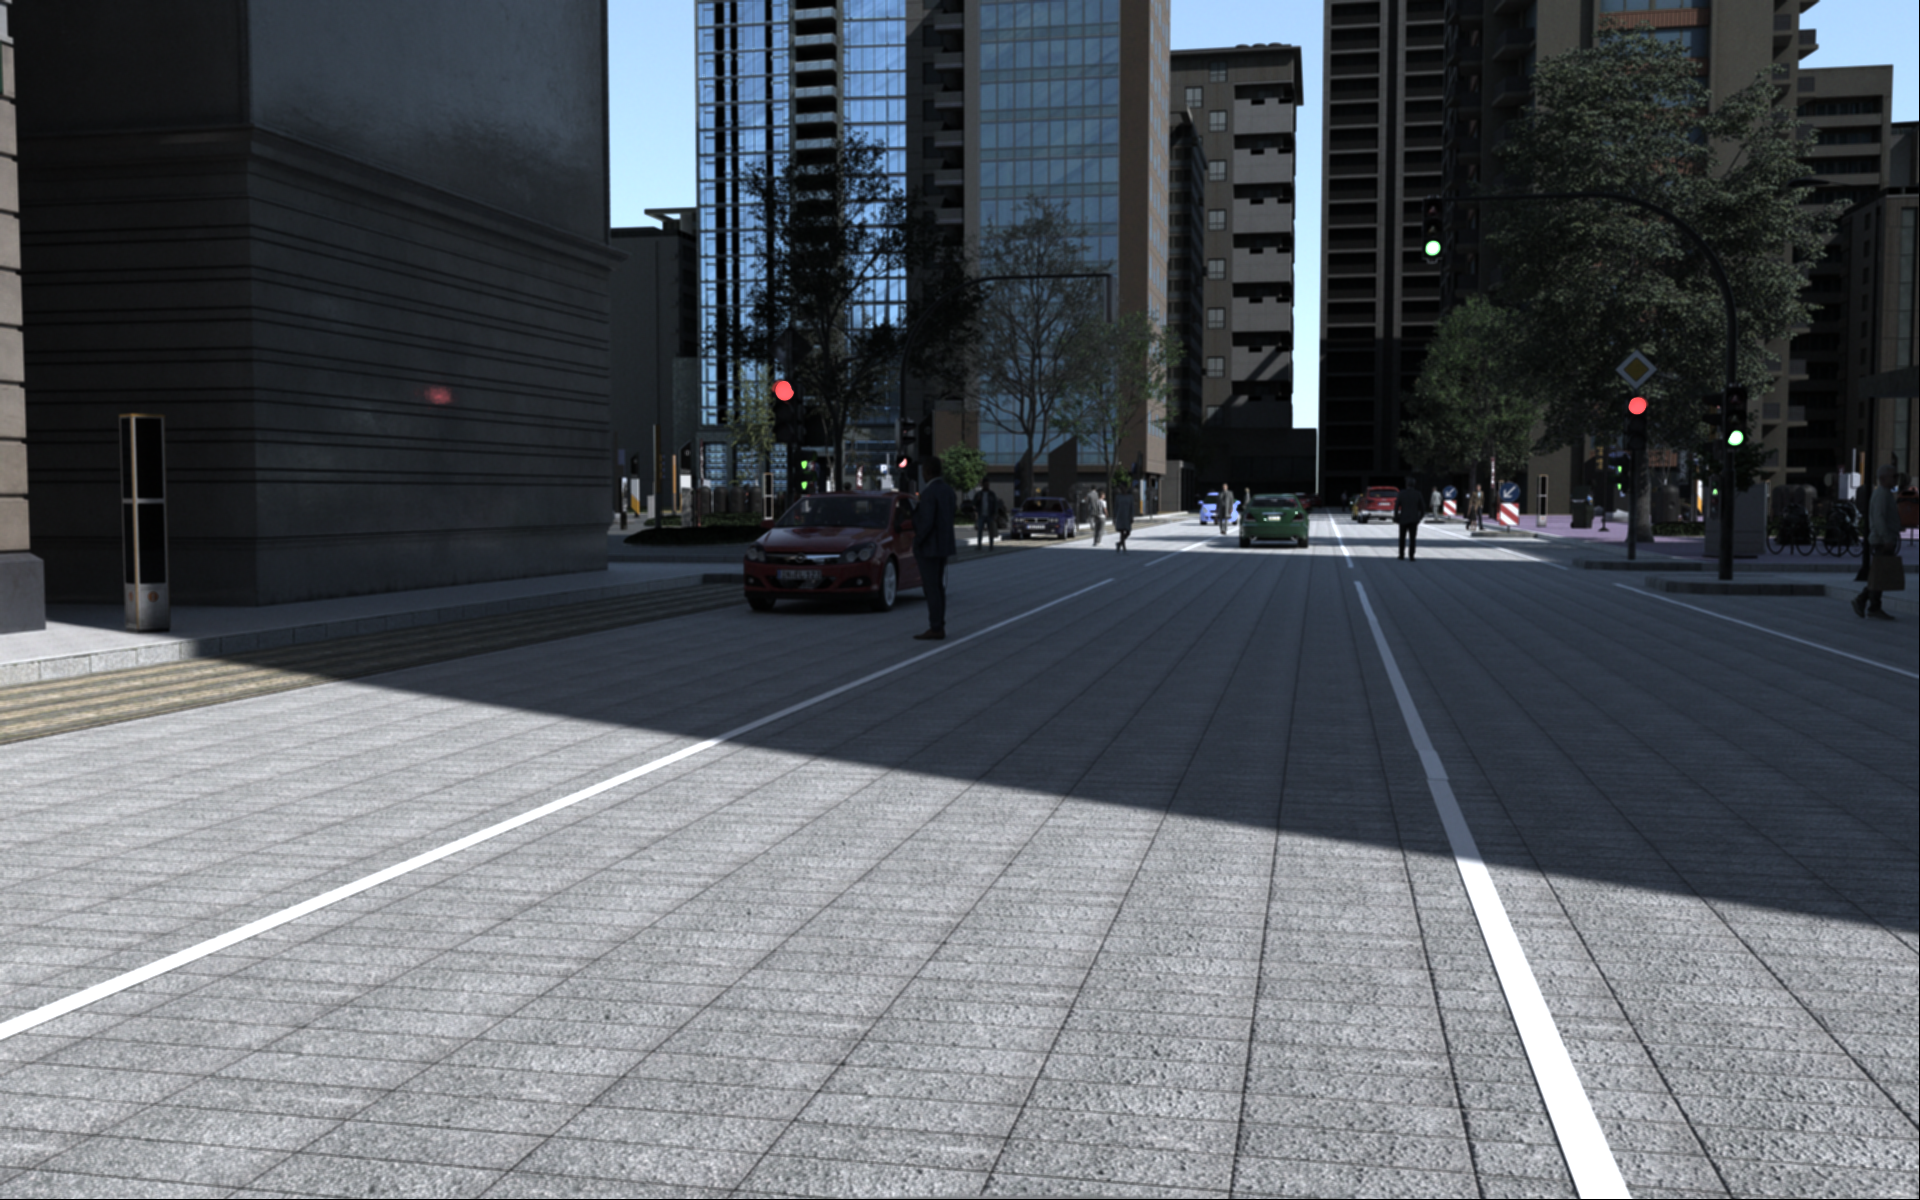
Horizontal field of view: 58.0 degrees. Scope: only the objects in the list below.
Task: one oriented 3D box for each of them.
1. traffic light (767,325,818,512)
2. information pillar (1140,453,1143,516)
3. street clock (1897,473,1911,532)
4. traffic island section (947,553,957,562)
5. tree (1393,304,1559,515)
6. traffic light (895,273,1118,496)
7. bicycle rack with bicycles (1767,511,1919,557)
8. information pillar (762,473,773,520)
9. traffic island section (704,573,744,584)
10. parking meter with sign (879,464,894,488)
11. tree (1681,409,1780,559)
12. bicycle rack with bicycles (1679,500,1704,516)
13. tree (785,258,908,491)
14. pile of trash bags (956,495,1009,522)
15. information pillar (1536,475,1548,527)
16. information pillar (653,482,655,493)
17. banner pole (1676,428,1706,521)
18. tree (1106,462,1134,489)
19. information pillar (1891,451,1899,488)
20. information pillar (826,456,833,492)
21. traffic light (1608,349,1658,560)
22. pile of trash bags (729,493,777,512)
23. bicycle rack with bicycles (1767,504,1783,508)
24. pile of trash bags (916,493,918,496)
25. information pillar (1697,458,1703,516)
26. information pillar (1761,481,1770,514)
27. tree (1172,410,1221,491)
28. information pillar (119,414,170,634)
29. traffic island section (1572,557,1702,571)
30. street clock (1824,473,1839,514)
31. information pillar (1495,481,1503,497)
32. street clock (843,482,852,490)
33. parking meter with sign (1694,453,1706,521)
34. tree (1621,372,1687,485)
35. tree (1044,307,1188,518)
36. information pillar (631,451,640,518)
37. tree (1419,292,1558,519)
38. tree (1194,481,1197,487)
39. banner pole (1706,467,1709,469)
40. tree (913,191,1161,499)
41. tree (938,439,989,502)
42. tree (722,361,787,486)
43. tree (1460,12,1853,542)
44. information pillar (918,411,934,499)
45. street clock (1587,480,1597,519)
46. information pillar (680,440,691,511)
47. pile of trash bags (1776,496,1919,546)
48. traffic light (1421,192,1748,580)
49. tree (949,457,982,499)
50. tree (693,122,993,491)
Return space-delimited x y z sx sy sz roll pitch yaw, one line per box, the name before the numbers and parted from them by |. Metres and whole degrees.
traffic light | -2.815 -2.439 28.794 0.839 4.253 0.868 1 4 12
information pillar | 10.415 -6.621 99.609 0.183 3.616 0.504 0 4 -3
street clock | 31.953 -3.312 58.718 0.358 2.002 0.471 -1 4 -17
traffic island section | -1.221 -0.885 36.754 2.009 0.180 2.903 1 4 12
tree | 30.853 -11.436 103.985 9.611 12.733 9.660 0 3 0
traffic light | 0.882 -3.765 36.219 4.771 5.953 1.251 1 4 12
bicycle rack with bicycles | 18.536 -1.376 35.876 2.852 0.926 2.925 0 4 -3
information pillar | -6.813 -3.476 61.330 0.304 2.012 0.304 -1 4 -21
traffic island section | -2.852 -0.407 28.937 2.009 0.180 2.903 1 4 12
parking meter with sign | -4.140 -6.386 100.664 0.543 3.016 1.738 -1 4 -23
tree | 15.551 -2.468 34.950 1.663 3.219 1.824 0 3 0
bicycle rack with bicycles | 43.865 -5.477 102.939 2.925 0.926 2.852 0 4 -4
tree | -3.740 -6.246 52.492 4.360 8.622 3.978 0 3 0
pile of trash bags | 0.617 -4.235 79.000 3.447 1.369 1.912 3 5 40
information pillar | 22.730 -3.863 67.656 0.304 2.012 0.304 0 4 0
information pillar | -18.865 -6.311 107.681 0.304 2.012 0.304 0 4 7
banner pole | 23.540 -4.042 56.097 0.401 3.779 0.863 -2 4 -26
tree | 9.568 -6.724 104.546 1.663 3.219 1.824 0 3 0
information pillar | 50.607 -6.268 93.830 0.183 3.616 0.504 0 4 -6
information pillar | -8.095 -7.102 107.470 0.504 3.616 0.183 -3 4 -37
traffic light | 13.075 -2.737 33.664 0.839 4.253 0.868 1 4 12
pile of trash bags | -13.335 -6.220 111.448 1.912 1.369 3.447 -2 4 -26
bicycle rack with bicycles | 28.649 -3.017 62.709 2.852 0.926 2.925 1 4 22
pile of trash bags | -1.777 -6.137 110.085 3.447 1.369 1.912 -3 5 -43
information pillar | 42.480 -6.615 99.503 0.504 3.616 0.183 -2 4 -35
information pillar | 43.983 -5.513 94.626 0.304 2.012 0.304 -2 4 -35
tree | 20.728 -12.340 152.117 4.737 8.622 4.395 0 3 0
information pillar | -7.547 -0.706 16.039 0.304 2.012 0.304 3 5 44
traffic island section | 13.112 -0.703 33.770 2.009 0.180 2.903 1 4 12
street clock | 29.513 -3.311 58.706 0.358 2.002 0.471 -1 4 -12
information pillar | 29.989 -5.619 96.355 0.304 2.012 0.304 -2 4 -30
street clock | -6.857 -6.180 105.608 0.471 2.002 0.358 1 4 21
parking meter with sign | 31.755 -4.688 72.910 1.738 3.016 0.543 0 4 -7
tree | 35.993 -8.460 88.676 4.360 8.622 3.978 0 3 0
tree | 8.234 -10.284 93.897 9.928 11.665 9.643 0 3 0
information pillar | -17.663 -6.288 94.171 0.504 3.616 0.183 2 4 24
tree | 27.590 -10.043 89.955 9.928 11.665 9.643 0 3 0
tree | 19.475 -9.443 148.989 1.663 3.219 1.824 0 3 0
banner pole | 26.698 -4.361 61.314 0.863 3.779 0.401 1 4 9
tree | 2.940 -9.736 69.560 12.009 13.543 11.850 0 3 0
tree | 0.084 -7.333 103.604 4.285 4.588 4.351 0 3 0
tree | -10.620 -8.566 90.415 4.737 8.622 4.395 0 3 0
tree | 18.147 -8.515 45.870 9.857 13.997 8.962 0 3 0
information pillar | -0.937 -3.517 48.852 0.504 3.616 0.183 2 4 29
street clock | 31.882 -5.068 87.425 0.358 2.002 0.471 -1 4 -14
information pillar | -11.895 -5.125 75.147 0.504 3.616 0.183 -1 4 -21
pile of trash bags | 22.307 -2.064 43.505 3.447 1.369 1.912 3 5 44
traffic light | 9.378 -3.148 26.133 4.771 5.953 1.251 1 4 12
tree | 0.168 -5.818 89.733 1.663 3.219 1.824 0 3 0
tree | -2.786 -6.626 42.745 8.767 10.594 7.601 2 4 31
